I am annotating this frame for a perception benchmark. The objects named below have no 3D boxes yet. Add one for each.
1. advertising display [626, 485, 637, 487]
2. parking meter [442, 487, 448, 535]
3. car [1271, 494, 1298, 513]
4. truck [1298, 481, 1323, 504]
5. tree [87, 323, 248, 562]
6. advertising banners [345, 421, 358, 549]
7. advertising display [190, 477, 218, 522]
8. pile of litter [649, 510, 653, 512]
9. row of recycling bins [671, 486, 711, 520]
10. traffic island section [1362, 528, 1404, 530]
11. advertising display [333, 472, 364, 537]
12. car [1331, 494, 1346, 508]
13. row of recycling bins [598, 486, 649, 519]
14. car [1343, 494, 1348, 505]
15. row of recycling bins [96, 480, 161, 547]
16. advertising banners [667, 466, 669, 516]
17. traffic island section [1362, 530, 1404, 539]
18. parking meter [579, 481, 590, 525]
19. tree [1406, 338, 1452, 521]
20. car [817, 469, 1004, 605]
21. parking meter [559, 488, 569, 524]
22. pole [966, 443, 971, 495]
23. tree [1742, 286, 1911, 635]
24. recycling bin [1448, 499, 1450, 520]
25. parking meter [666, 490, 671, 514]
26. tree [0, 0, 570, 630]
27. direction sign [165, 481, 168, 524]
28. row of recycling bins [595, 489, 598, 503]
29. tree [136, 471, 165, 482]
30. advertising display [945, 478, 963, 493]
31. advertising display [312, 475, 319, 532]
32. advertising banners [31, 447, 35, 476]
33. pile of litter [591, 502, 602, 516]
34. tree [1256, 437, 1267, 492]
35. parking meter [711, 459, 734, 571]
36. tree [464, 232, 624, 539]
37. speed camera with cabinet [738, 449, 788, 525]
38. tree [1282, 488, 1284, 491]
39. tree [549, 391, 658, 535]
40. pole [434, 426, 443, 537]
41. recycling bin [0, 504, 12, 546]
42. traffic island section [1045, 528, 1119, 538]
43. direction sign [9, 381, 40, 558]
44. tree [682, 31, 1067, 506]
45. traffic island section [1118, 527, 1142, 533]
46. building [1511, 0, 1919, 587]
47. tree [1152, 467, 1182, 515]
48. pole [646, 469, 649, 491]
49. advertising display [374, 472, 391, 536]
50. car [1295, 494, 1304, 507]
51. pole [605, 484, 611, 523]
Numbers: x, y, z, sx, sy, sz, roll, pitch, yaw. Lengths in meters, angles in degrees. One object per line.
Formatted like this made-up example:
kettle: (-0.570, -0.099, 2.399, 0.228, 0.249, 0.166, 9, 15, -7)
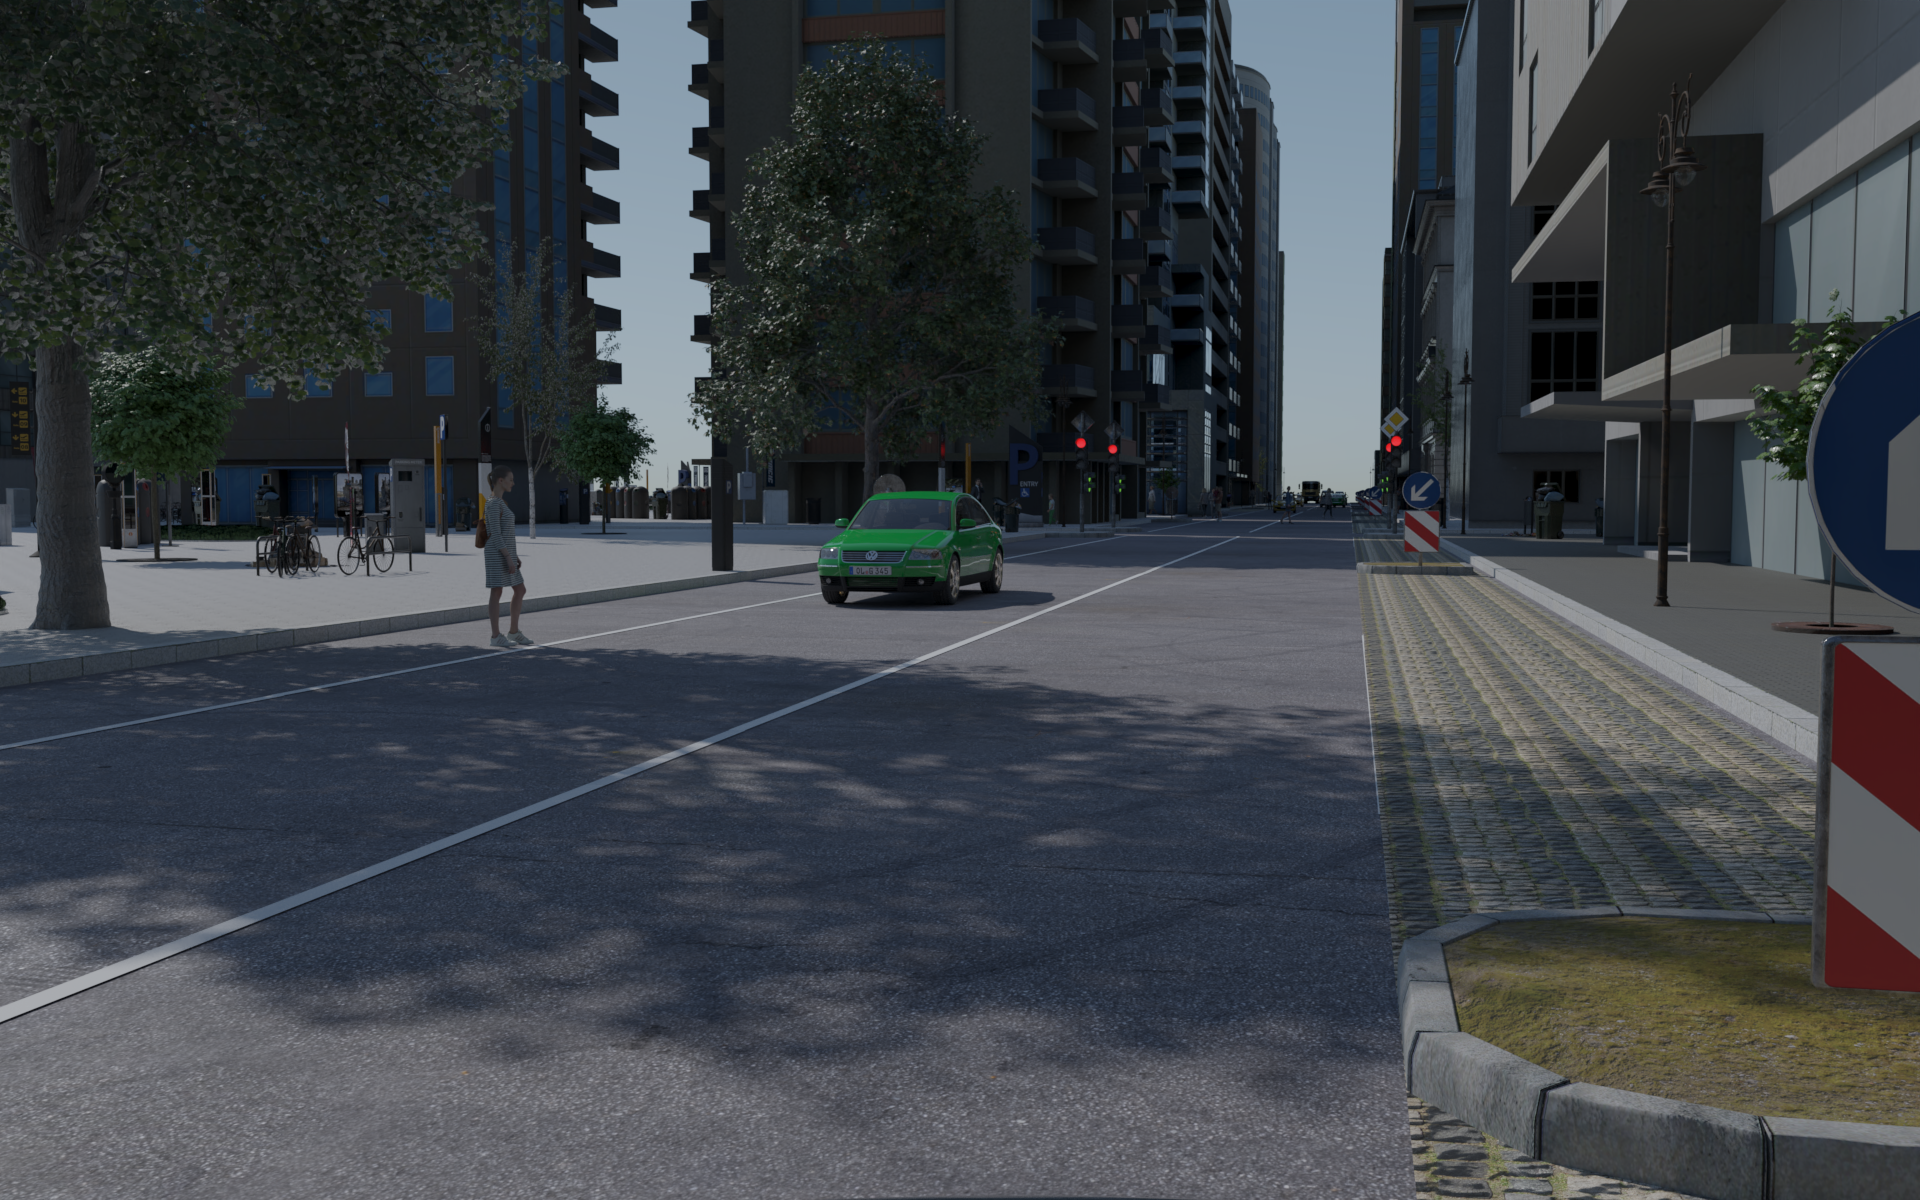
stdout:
advertising display: (-23.167, -7.160, 122.278, 0.123, 1.923, 0.974, 2, 4, 33)
parking meter: (-16.303, -2.818, 54.482, 0.372, 1.533, 0.369, 0, 3, 0)
car: (24.581, -7.392, 131.085, 2.015, 1.641, 3.980, 1, 4, 11)
truck: (51.813, -15.885, 255.641, 3.469, 3.379, 9.791, 1, 4, 13)
tree: (-15.406, -3.031, 33.268, 4.285, 4.588, 4.351, 0, 3, 0)
advertising banners: (-14.508, -2.758, 41.274, 0.090, 3.025, 2.074, -2, 4, -24)
advertising display: (-28.881, -3.731, 66.212, 0.974, 1.923, 0.123, 0, 4, -3)
pile of litter: (-22.866, -6.784, 124.888, 1.719, 0.858, 1.176, 0, 4, 5)
row of recycling bins: (-13.496, -4.919, 87.535, 1.069, 1.692, 3.534, 2, 4, 23)
traffic island section: (15.820, -2.538, 63.770, 2.009, 0.180, 2.903, 1, 4, 13)
advertising display: (-18.223, -2.840, 51.646, 0.123, 1.923, 0.974, 2, 4, 32)
car: (39.478, -10.567, 181.574, 1.959, 1.807, 4.718, 1, 4, 14)
row of recycling bins: (-17.431, -5.115, 90.746, 1.069, 1.692, 3.534, -3, 5, -43)
car: (49.052, -12.954, 223.594, 2.131, 1.459, 4.920, 1, 4, 11)
row of recycling bins: (-21.014, -2.239, 43.727, 1.069, 1.692, 3.534, -1, 4, -13)
advertising banners: (-16.528, -6.224, 97.951, 0.090, 3.025, 2.074, -1, 4, -10)
traffic island section: (14.070, -2.061, 55.978, 2.009, 0.180, 2.903, 1, 4, 13)
parking meter: (-15.796, -4.105, 72.833, 0.399, 1.863, 0.255, -3, 5, -40)
tree: (23.502, -8.079, 82.448, 4.737, 8.622, 4.395, 0, 3, 0)
car: (-0.596, -0.924, 23.899, 1.959, 1.807, 4.718, 1, 4, 13)
parking meter: (-17.011, -4.036, 74.391, 0.372, 1.533, 0.369, 0, 3, 0)
pole: (0.334, -4.621, 69.400, 0.158, 3.312, 0.155, 0, 3, 0)
tree: (8.168, -1.325, 16.273, 1.663, 3.219, 1.824, 0, 3, 0)
recycling bin: (24.209, -4.433, 85.027, 0.722, 1.027, 0.722, 2, 4, 24)
parking meter: (-19.060, -6.422, 113.417, 0.372, 1.533, 0.369, 0, 3, 0)
tree: (-8.429, -6.703, 16.251, 9.857, 13.997, 8.962, 0, 3, 0)
direction sign: (-23.251, -3.593, 50.741, 0.876, 3.537, 0.379, 2, 4, 30)
row of recycling bins: (-31.867, -8.578, 147.356, 3.534, 1.692, 1.069, 1, 4, 22)
tree: (-25.767, -3.661, 54.459, 1.663, 3.219, 1.824, 0, 3, 0)
advertising display: (-0.351, -4.035, 71.187, 0.974, 1.923, 0.123, 0, 4, -2)
advertising display: (-21.802, -3.264, 58.581, 0.123, 1.923, 0.974, -2, 4, -24)
advertising banners: (-33.420, -4.179, 64.510, 2.074, 3.025, 0.090, -2, 4, -31)
pile of litter: (-21.485, -5.452, 103.105, 1.176, 0.858, 1.719, -3, 4, -38)
tree: (35.096, -15.744, 207.774, 4.737, 8.622, 4.395, 0, 3, 0)
parking meter: (-3.973, -1.422, 28.963, 0.255, 1.863, 0.399, 1, 4, 16)
tree: (-12.018, -6.049, 49.266, 4.360, 8.622, 3.978, 0, 3, 0)
speed camera with cabinet: (-8.264, -4.790, 72.646, 2.038, 3.252, 0.660, -1, 4, -17)
tree: (54.496, -18.432, 295.965, 1.663, 3.219, 1.824, 0, 3, 0)
tree: (-11.358, -4.381, 55.348, 4.285, 4.588, 4.351, 0, 3, 0)
pole: (-15.665, -3.556, 51.991, 0.158, 3.312, 0.155, 0, 3, 0)
recycling bin: (-24.150, -1.871, 43.153, 0.722, 1.027, 0.722, 0, 4, -6)
traffic island section: (4.078, -2.198, 58.219, 2.009, 0.180, 2.903, 1, 4, 13)
direction sign: (-18.679, -2.633, 35.042, 0.876, 3.537, 0.379, -2, 4, -26)
tree: (-2.129, -7.721, 43.253, 9.611, 12.733, 9.660, 0, 3, 0)
traffic island section: (5.828, -2.675, 66.011, 2.009, 0.180, 2.903, 1, 4, 13)
building: (24.370, -26.824, 27.807, 28.713, 52.752, 27.495, 1, 4, 13)
tree: (12.630, -6.732, 104.667, 1.663, 3.219, 1.824, 0, 3, 0)
pole: (-25.882, -9.146, 143.376, 0.158, 3.312, 0.155, 0, 3, 0)
advertising display: (-17.258, -2.849, 51.795, 0.123, 1.923, 0.974, 0, 4, 2)
car: (37.915, -11.345, 195.715, 2.015, 1.641, 3.980, 1, 4, 14)
pole: (-15.566, -5.058, 76.533, 0.158, 3.312, 0.155, 0, 3, 0)
